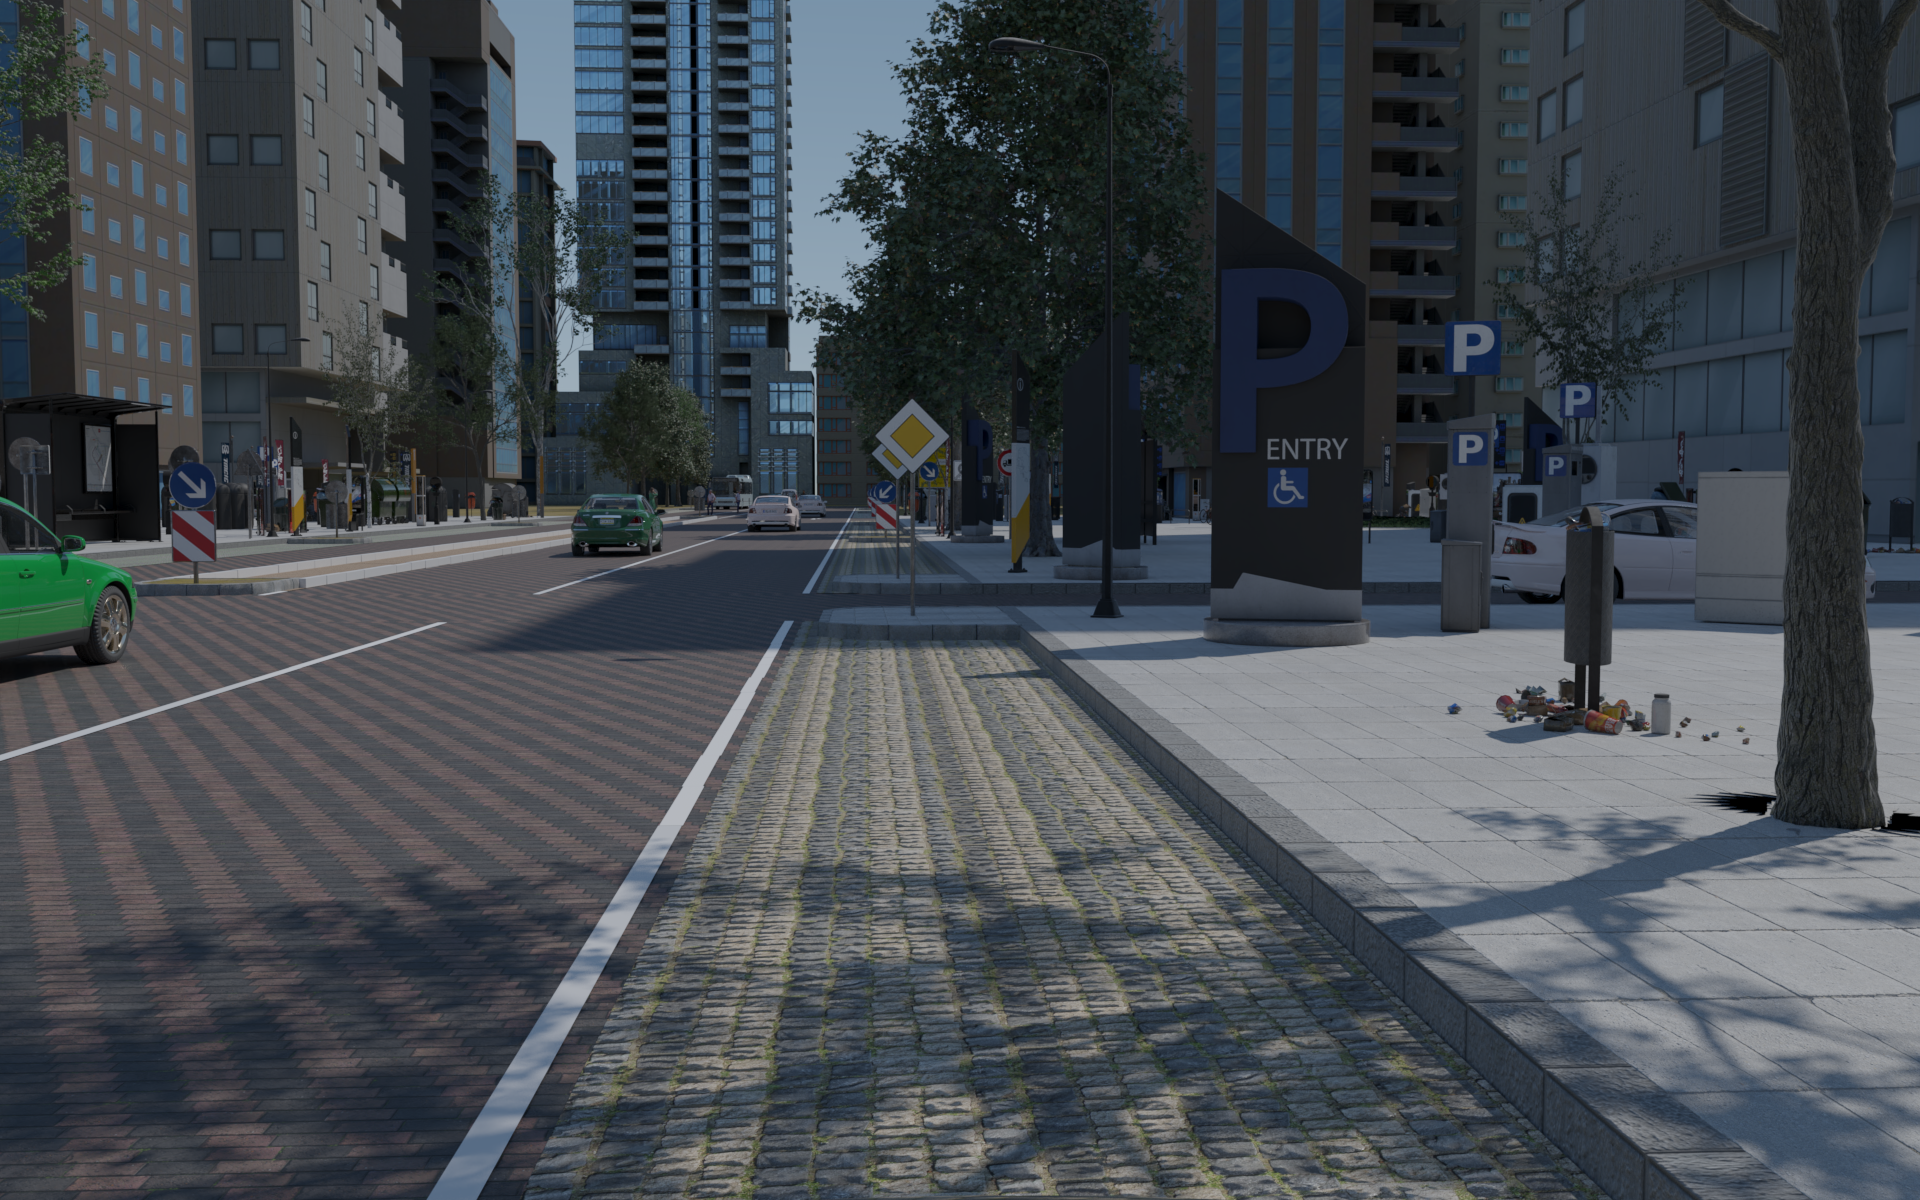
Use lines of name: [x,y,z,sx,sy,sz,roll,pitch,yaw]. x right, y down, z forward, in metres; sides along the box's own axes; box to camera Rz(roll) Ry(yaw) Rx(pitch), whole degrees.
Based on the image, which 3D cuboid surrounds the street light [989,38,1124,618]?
street light: [0.992,-2.771,17.841,1.470,5.913,1.316,0,4,-3]

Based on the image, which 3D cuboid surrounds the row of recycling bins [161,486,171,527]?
row of recycling bins: [-30.811,-3.638,66.600,3.534,1.692,1.069,-2,4,-30]

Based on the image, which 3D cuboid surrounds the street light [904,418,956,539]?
street light: [-0.772,-4.711,49.564,1.470,5.913,1.316,0,4,-3]

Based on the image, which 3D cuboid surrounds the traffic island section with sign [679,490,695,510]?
traffic island section with sign: [-24.015,-8.943,154.849,1.989,1.847,2.006,0,4,-3]

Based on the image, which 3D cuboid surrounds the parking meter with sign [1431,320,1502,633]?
parking meter with sign: [4.915,-1.253,16.750,0.543,3.016,1.738,1,4,18]

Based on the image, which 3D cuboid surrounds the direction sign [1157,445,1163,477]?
direction sign: [9.080,-5.422,80.641,0.379,3.537,0.876,-3,5,-41]

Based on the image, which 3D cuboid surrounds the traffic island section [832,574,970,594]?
traffic island section: [-0.920,-0.242,26.245,2.009,0.180,2.903,0,4,-3]

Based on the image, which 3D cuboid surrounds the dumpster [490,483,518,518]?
dumpster: [-24.284,-5.306,92.507,1.264,1.857,1.865,0,4,-3]

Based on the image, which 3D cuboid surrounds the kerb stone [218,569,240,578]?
kerb stone: [-12.228,-0.393,28.727,0.120,0.150,1.000,0,4,-3]

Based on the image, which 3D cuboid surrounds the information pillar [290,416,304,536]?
information pillar: [-20.129,-3.743,52.551,0.183,3.616,0.504,1,4,13]

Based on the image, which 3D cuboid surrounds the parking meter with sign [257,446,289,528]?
parking meter with sign: [-25.434,-4.144,64.012,0.543,3.016,1.738,-1,4,-8]

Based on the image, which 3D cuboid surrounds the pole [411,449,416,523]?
pole: [-24.521,-5.133,77.773,0.158,3.312,0.155,0,3,0]

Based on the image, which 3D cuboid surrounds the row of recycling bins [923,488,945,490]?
row of recycling bins: [-0.955,-5.208,92.258,1.069,1.692,3.534,3,5,41]

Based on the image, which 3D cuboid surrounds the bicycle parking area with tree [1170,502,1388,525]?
bicycle parking area with tree: [13.479,-5.283,73.384,8.231,4.147,9.016,0,4,-6]

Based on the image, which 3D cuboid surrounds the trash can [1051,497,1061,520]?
trash can: [4.590,-4.459,84.552,0.748,1.137,0.748,0,3,0]

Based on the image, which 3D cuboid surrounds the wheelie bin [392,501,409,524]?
wheelie bin: [-24.455,-4.137,75.553,0.980,1.594,0.693,3,5,39]

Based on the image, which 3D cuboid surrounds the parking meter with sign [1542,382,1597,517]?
parking meter with sign: [9.209,-1.853,26.563,0.543,3.016,1.738,3,4,36]

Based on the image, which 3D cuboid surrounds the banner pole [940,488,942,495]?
banner pole: [-0.779,-5.737,83.822,0.401,3.779,0.863,-3,4,-38]

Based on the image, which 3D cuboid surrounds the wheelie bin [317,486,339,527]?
wheelie bin: [-24.389,-3.606,66.865,0.693,1.594,0.980,0,4,6]

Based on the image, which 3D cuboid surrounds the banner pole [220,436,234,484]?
banner pole: [-31.260,-5.140,74.062,0.401,3.779,0.863,1,4,22]

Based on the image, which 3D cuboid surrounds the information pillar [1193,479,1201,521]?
information pillar: [11.264,-4.767,82.436,0.304,2.012,0.304,2,4,27]

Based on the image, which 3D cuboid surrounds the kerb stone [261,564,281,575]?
kerb stone: [-12.344,-0.518,30.768,0.120,0.150,1.000,0,4,-3]

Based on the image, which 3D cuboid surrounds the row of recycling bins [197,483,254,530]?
row of recycling bins: [-26.684,-3.404,62.776,1.069,1.692,3.534,0,4,5]

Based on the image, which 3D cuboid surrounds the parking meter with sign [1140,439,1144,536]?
parking meter with sign: [5.513,-3.507,53.604,0.543,3.016,1.738,1,4,9]

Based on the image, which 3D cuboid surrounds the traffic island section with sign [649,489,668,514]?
traffic island section with sign: [-22.466,-7.238,126.973,1.989,1.847,2.006,0,4,-3]

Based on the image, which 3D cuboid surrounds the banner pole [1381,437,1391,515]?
banner pole: [18.617,-5.251,75.871,0.401,3.779,0.863,-1,4,-20]

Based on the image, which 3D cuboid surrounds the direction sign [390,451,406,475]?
direction sign: [-29.514,-6.059,91.059,0.876,3.537,0.379,0,4,-1]

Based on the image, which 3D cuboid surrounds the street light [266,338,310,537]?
street light: [-19.973,-4.830,51.517,1.470,5.913,1.316,0,4,-3]

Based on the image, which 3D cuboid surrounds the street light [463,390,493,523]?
street light: [-21.526,-6.415,77.421,1.470,5.913,1.316,0,4,-3]

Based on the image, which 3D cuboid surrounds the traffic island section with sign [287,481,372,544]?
traffic island section with sign: [-18.202,-2.545,50.245,1.989,1.847,2.006,0,4,-3]

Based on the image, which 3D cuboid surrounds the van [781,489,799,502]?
van: [-15.573,-9.264,158.485,2.013,2.044,4.112,0,4,-3]

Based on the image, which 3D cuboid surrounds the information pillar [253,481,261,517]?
information pillar: [-38.689,-5.556,95.327,0.304,2.012,0.304,1,4,19]

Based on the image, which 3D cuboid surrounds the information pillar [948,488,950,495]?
information pillar: [-0.370,-5.518,81.575,0.504,3.616,0.183,1,4,10]

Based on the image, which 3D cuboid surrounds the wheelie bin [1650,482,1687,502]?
wheelie bin: [18.519,-2.292,45.375,0.980,1.594,0.693,-2,4,-29]

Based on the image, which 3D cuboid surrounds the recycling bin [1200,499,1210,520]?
recycling bin: [11.960,-4.472,85.678,0.722,1.027,0.722,1,4,11]

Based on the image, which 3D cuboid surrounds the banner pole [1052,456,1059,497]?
banner pole: [4.940,-6.135,90.329,0.401,3.779,0.863,2,4,33]

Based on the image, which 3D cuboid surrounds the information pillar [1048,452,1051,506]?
information pillar: [3.497,-4.910,71.635,0.504,3.616,0.183,1,4,18]

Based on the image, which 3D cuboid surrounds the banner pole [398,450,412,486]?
banner pole: [-28.775,-6.095,89.674,0.863,3.779,0.401,0,4,2]

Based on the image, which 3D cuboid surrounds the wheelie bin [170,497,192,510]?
wheelie bin: [-26.310,-3.113,58.810,0.693,1.594,0.980,2,4,23]

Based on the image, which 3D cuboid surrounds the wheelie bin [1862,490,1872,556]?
wheelie bin: [18.005,-1.656,34.983,0.693,1.594,0.980,2,4,26]

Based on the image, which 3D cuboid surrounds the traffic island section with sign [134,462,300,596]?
traffic island section with sign: [-10.971,-1.053,25.349,2.006,1.907,1.989,0,4,-3]

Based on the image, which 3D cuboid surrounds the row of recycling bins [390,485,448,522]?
row of recycling bins: [-25.308,-4.512,80.883,3.534,1.692,1.069,2,4,31]

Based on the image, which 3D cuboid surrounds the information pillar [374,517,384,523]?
information pillar: [-25.992,-4.464,77.473,0.304,2.012,0.304,1,4,21]

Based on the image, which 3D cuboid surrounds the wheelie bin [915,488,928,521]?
wheelie bin: [-1.993,-4.617,83.393,0.693,1.594,0.980,-3,4,-38]

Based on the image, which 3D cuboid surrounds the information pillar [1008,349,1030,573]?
information pillar: [0.983,-2.257,28.249,0.183,3.616,0.504,2,4,30]

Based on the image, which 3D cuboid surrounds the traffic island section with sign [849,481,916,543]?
traffic island section with sign: [-2.324,-2.628,51.601,1.989,1.847,2.006,0,4,-3]

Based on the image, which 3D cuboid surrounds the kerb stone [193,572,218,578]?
kerb stone: [-12.164,-0.336,27.706,0.120,0.150,1.000,0,4,-3]

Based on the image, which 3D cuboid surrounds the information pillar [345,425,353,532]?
information pillar: [-20.728,-4.122,58.746,0.183,3.616,0.504,-2,4,-28]

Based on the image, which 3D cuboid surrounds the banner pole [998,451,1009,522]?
banner pole: [2.041,-5.505,80.028,0.401,3.779,0.863,3,5,43]

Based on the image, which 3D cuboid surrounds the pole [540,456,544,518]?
pole: [-22.438,-6.060,92.916,0.158,3.312,0.155,0,3,0]

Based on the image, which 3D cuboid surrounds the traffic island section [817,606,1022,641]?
traffic island section: [-0.477,0.245,18.273,2.009,0.180,2.903,0,4,-3]

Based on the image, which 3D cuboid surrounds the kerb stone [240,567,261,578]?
kerb stone: [-12.279,-0.462,29.747,0.120,0.150,1.000,0,4,-3]

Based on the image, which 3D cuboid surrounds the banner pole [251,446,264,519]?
banner pole: [-36.693,-6.143,90.454,0.863,3.779,0.401,-1,4,-12]

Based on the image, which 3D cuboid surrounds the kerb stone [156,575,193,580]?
kerb stone: [-12.111,-0.273,26.675,0.120,0.150,1.000,0,4,-3]

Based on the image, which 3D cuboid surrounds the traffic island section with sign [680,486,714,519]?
traffic island section with sign: [-15.153,-5.641,100.371,2.006,1.907,1.989,0,4,-3]

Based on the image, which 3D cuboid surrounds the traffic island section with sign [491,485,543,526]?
traffic island section with sign: [-19.695,-4.192,77.159,1.989,1.847,2.006,0,4,-3]

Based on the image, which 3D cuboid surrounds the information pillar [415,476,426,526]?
information pillar: [-21.402,-3.930,68.740,0.304,2.012,0.304,0,4,-1]

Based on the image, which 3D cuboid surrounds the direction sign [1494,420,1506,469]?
direction sign: [16.254,-3.737,53.091,0.876,3.537,0.379,1,4,19]

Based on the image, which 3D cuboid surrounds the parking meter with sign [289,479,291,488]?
parking meter with sign: [-32.991,-5.436,85.144,1.738,3.016,0.543,1,4,16]
